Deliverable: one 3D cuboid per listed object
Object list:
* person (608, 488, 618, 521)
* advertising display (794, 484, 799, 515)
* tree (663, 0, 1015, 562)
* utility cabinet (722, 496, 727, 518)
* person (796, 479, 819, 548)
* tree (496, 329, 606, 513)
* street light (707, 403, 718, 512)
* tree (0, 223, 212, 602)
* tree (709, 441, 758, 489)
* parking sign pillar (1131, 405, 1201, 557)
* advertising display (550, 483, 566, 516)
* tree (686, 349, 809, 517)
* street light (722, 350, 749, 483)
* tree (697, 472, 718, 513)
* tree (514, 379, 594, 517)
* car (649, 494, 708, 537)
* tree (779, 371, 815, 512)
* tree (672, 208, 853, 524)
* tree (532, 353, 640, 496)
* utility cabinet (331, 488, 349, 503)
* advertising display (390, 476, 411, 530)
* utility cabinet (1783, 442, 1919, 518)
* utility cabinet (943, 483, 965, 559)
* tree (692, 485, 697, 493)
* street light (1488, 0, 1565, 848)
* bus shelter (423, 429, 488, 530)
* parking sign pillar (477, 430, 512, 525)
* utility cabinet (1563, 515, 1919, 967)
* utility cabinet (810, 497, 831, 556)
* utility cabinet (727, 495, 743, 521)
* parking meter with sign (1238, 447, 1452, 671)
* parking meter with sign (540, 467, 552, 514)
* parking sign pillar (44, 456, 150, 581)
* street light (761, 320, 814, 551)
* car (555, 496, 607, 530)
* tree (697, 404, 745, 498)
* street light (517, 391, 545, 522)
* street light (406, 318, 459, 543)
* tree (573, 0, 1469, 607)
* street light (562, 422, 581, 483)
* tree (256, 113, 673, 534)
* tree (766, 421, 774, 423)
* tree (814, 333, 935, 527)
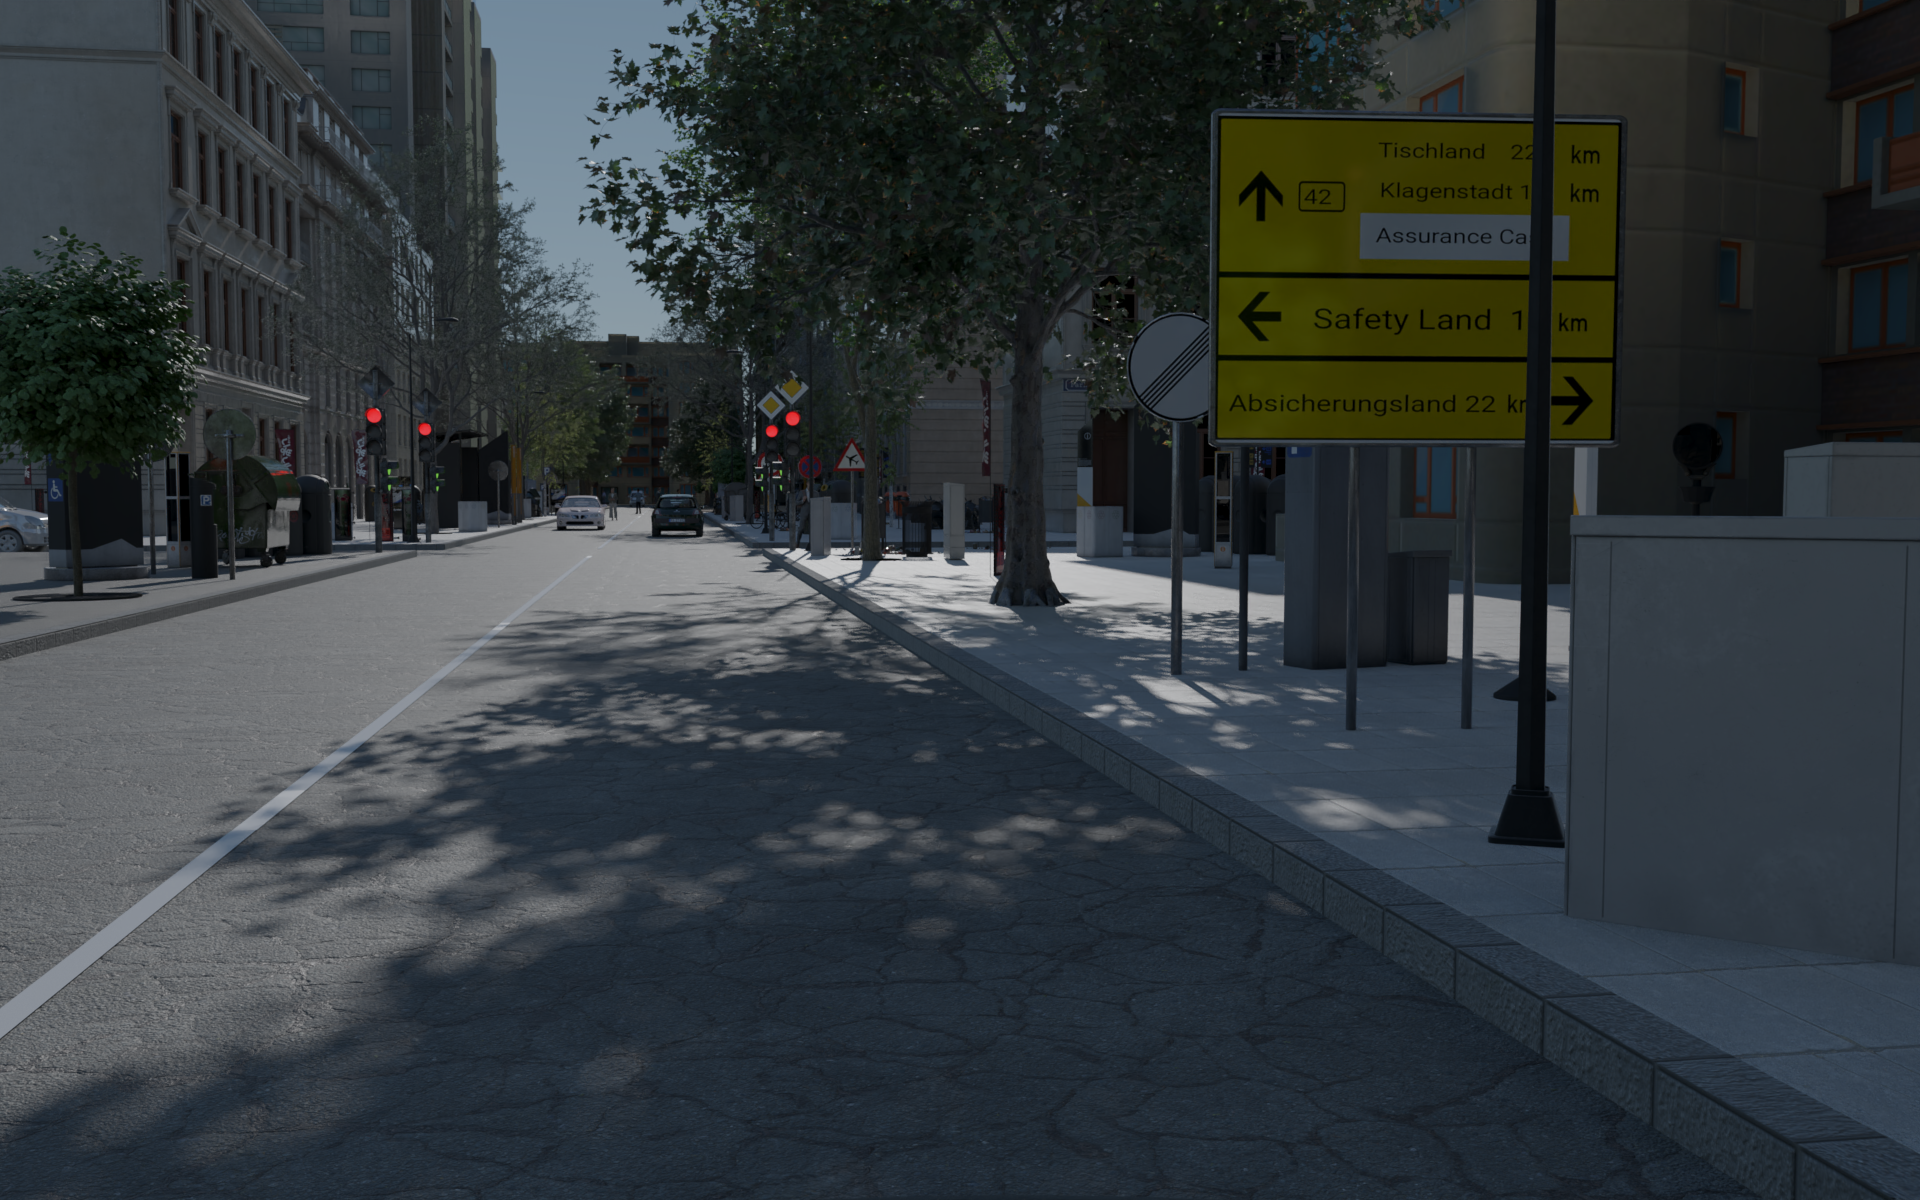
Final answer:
[{"bbox_3d":[-18.803,-5.183,93.796,0.519,1.759,0.362,0,4,-1],"label":"person"},{"bbox_3d":[-10.157,-6.207,106.698,0.123,1.923,0.974,1,4,19],"label":"advertising display"},{"bbox_3d":[-1.874,-6.562,33.040,9.928,11.665,9.643,0,3,0],"label":"tree"},{"bbox_3d":[-12.068,-4.878,90.913,1.020,1.237,0.306,3,4,38],"label":"utility cabinet"},{"bbox_3d":[-3.809,-2.140,43.456,0.622,1.834,0.822,-2,4,-24],"label":"person"},{"bbox_3d":[-27.474,-12.220,117.928,7.486,12.596,7.792,0,3,0],"label":"tree"},{"bbox_3d":[-12.216,-7.103,88.667,1.470,5.913,1.316,-1,4,-10],"label":"street light"},{"bbox_3d":[-10.855,-2.300,21.312,4.285,4.588,4.351,0,3,0],"label":"tree"},{"bbox_3d":[-13.430,-7.347,103.833,4.285,4.588,4.351,0,3,0],"label":"tree"},{"bbox_3d":[4.264,-2.892,35.756,1.447,3.967,1.447,1,4,19],"label":"parking sign pillar"},{"bbox_3d":[-24.050,-6.016,103.570,0.974,1.923,0.123,-3,5,-39],"label":"advertising display"},{"bbox_3d":[-11.667,-9.906,96.367,7.601,10.594,8.767,-1,4,-11],"label":"tree"},{"bbox_3d":[-6.836,-5.105,56.006,1.470,5.913,1.316,-1,4,-10],"label":"street light"},{"bbox_3d":[-16.403,-7.509,117.366,1.663,3.219,1.824,0,3,0],"label":"tree"},{"bbox_3d":[-23.237,-9.018,97.803,4.360,8.622,3.978,0,3,0],"label":"tree"},{"bbox_3d":[-9.668,-3.034,59.384,2.009,1.686,4.222,0,4,-8],"label":"car"},{"bbox_3d":[-6.860,-8.431,88.216,4.737,8.622,4.395,0,3,0],"label":"tree"},{"bbox_3d":[-8.842,-9.980,73.535,12.009,13.543,11.850,0,3,0],"label":"tree"},{"bbox_3d":[-34.705,-15.566,161.158,9.857,13.997,8.962,0,3,0],"label":"tree"},{"bbox_3d":[-22.950,-3.346,63.386,1.173,1.500,0.318,-2,4,-24],"label":"utility cabinet"},{"bbox_3d":[-20.302,-3.512,62.641,0.974,1.923,0.123,-1,4,-8],"label":"advertising display"},{"bbox_3d":[4.228,0.061,7.677,1.173,1.500,0.318,-1,4,-14],"label":"utility cabinet"},{"bbox_3d":[-0.108,-1.558,34.152,0.318,1.500,1.173,0,4,-6],"label":"utility cabinet"},{"bbox_3d":[-28.070,-11.716,186.160,1.663,3.219,1.824,0,3,0],"label":"tree"},{"bbox_3d":[1.583,-2.057,6.179,1.470,5.913,1.316,-1,4,-10],"label":"street light"},{"bbox_3d":[-19.050,-4.549,65.653,1.731,3.624,6.357,-1,4,-10],"label":"bus shelter"},{"bbox_3d":[-19.649,-5.173,73.046,1.447,3.967,1.447,0,3,0],"label":"parking sign pillar"},{"bbox_3d":[2.327,0.374,5.045,1.020,1.237,0.306,3,4,36],"label":"utility cabinet"},{"bbox_3d":[-2.930,-1.541,36.362,0.306,1.237,1.020,0,4,4],"label":"utility cabinet"},{"bbox_3d":[-10.626,-4.353,82.330,0.306,1.237,1.020,1,4,15],"label":"utility cabinet"},{"bbox_3d":[2.819,-1.013,12.822,1.738,3.016,0.543,-1,4,-23],"label":"parking meter with sign"},{"bbox_3d":[-26.772,-7.047,111.476,0.543,3.016,1.738,0,4,2],"label":"parking meter with sign"},{"bbox_3d":[-13.086,-2.305,26.165,1.447,3.967,1.447,2,4,28],"label":"parking sign pillar"},{"bbox_3d":[-3.881,-4.054,38.826,1.470,5.913,1.316,-1,4,-10],"label":"street light"},{"bbox_3d":[-15.345,-3.539,70.230,2.083,1.381,4.827,-1,4,-10],"label":"car"},{"bbox_3d":[-19.224,-11.466,137.833,4.360,8.622,3.978,0,3,0],"label":"tree"},{"bbox_3d":[-19.411,-6.466,78.260,1.470,5.913,1.316,-1,4,-10],"label":"street light"},{"bbox_3d":[-13.883,-4.470,45.623,1.470,5.913,1.316,-1,4,-10],"label":"street light"},{"bbox_3d":[0.787,-6.282,19.718,9.611,12.733,9.660,0,3,0],"label":"tree"},{"bbox_3d":[-25.052,-8.515,111.757,1.470,5.913,1.316,-1,4,-10],"label":"street light"},{"bbox_3d":[-16.773,-8.862,55.258,12.009,13.543,11.850,0,3,0],"label":"tree"},{"bbox_3d":[-10.518,-9.865,111.662,4.737,8.622,4.395,0,3,0],"label":"tree"},{"bbox_3d":[-2.883,-7.116,66.715,4.737,8.622,4.395,0,3,0],"label":"tree"}]
